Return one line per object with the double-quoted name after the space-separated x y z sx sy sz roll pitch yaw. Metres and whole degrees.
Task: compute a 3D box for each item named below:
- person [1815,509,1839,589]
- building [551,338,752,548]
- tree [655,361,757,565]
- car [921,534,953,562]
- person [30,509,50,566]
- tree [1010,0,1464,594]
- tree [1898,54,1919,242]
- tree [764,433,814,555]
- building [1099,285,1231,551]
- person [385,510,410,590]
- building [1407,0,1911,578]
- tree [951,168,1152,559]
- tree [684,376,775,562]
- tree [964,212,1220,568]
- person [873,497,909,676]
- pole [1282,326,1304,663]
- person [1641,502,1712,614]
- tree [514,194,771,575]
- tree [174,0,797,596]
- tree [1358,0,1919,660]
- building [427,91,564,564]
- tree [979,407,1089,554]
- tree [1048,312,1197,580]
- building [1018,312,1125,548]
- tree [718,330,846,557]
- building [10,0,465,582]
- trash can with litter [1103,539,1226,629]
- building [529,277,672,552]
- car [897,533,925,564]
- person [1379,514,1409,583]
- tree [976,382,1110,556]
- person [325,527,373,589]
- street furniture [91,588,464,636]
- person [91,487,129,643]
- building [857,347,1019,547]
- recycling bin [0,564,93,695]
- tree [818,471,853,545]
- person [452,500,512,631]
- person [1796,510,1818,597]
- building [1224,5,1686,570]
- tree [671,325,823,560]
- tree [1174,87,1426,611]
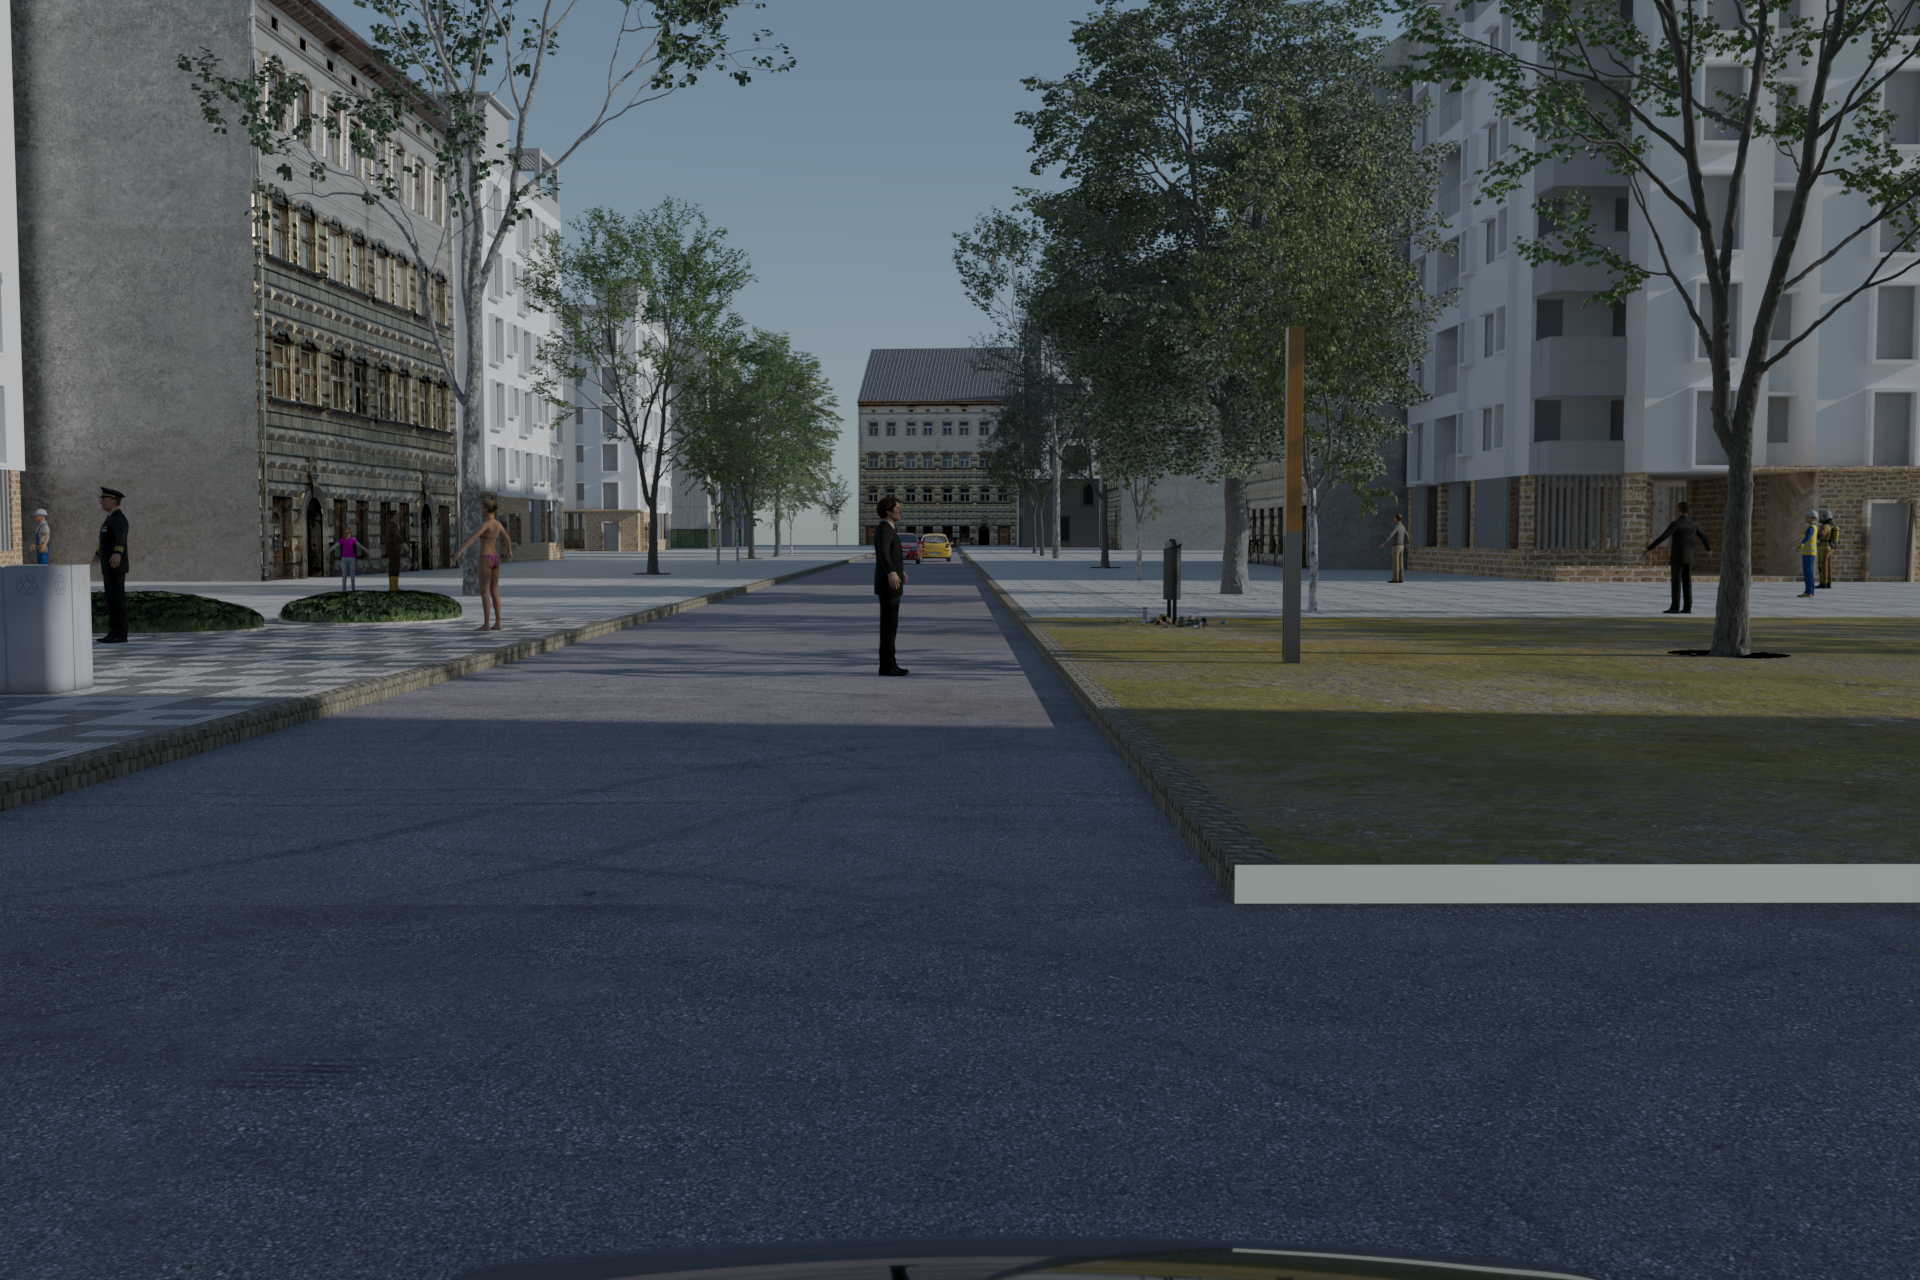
20.324 -2.139 40.735 1.354 1.858 0.705 -3 4 -39 "person"
-31.047 -18.694 172.104 16.747 18.905 31.486 0 4 1 "building"
-10.189 -7.406 71.444 4.737 8.622 4.395 0 3 0 "tree"
-1.333 -4.895 90.249 2.015 1.641 3.980 0 4 -2 "car"
-20.698 -2.028 39.009 0.705 1.847 1.347 -3 4 -38 "person"
5.801 -7.952 36.678 9.857 13.997 8.962 0 3 0 "tree"
17.776 -6.061 24.854 9.928 11.665 9.643 0 3 0 "tree"
-10.516 -9.656 108.245 4.360 8.622 3.978 0 3 0 "tree"
21.653 -19.097 143.163 19.493 23.208 18.063 0 4 0 "building"
-12.442 -1.960 38.176 0.704 1.812 1.346 -2 4 -34 "person"
20.754 -12.369 58.652 16.016 20.090 11.380 0 3 0 "building"
6.207 -14.263 89.082 12.611 20.169 13.585 0 3 0 "tree"
-10.423 -7.931 80.028 4.737 8.622 4.395 0 3 0 "tree"
5.335 -9.437 64.667 12.009 13.543 11.850 0 3 0 "tree"
-0.689 -0.547 17.582 0.705 1.806 1.347 0 4 2 "person"
3.295 -1.425 17.141 0.158 3.312 0.155 0 3 0 "pole"
11.611 -1.327 27.918 1.346 1.802 0.704 -1 4 -18 "person"
-9.790 -7.864 54.334 9.928 11.665 9.643 0 3 0 "tree"
-9.893 -11.080 37.053 12.611 20.169 13.585 0 3 0 "tree"
8.028 -5.622 17.683 9.928 11.665 9.643 0 3 0 "tree"
-25.061 -13.397 75.460 16.016 20.090 11.380 0 4 -1 "building"
5.040 -10.916 112.886 8.767 10.594 7.601 2 4 26 "tree"
5.173 -5.966 47.913 4.360 8.622 3.978 0 3 0 "tree"
19.790 -20.309 176.021 27.936 21.610 32.646 0 4 0 "building"
-10.134 -10.947 97.109 7.486 12.596 7.792 0 3 0 "tree"
-27.948 -13.701 54.948 19.493 23.208 18.063 0 3 0 "building"
2.954 -0.821 24.486 1.678 1.210 2.233 0 4 -2 "trash can with litter"
-28.532 -16.669 128.953 16.016 20.090 11.380 0 4 -1 "building"
-2.790 -4.591 84.100 2.155 1.783 4.494 0 4 0 "car"
11.421 -2.387 45.300 1.348 1.796 0.705 -3 5 -44 "person"
4.878 -10.188 100.982 8.767 10.594 7.601 1 4 10 "tree"
-13.021 -1.691 36.910 0.991 1.433 0.599 -1 4 -9 "person"
-12.573 -0.552 24.649 10.072 0.657 5.734 0 4 4 "street furniture"
-10.026 -0.889 20.464 0.705 1.837 1.347 -2 4 -35 "person"
-1.461 -22.624 203.293 18.063 23.208 19.493 0 4 7 "building"
-7.610 -0.098 14.149 0.722 1.027 0.722 0 4 -1 "recycling bin"
-14.592 -15.375 201.747 4.737 8.622 4.395 0 3 0 "tree"
-6.311 -0.990 22.985 0.721 1.733 1.217 1 4 21 "person"
17.178 -1.759 35.221 0.721 1.772 1.216 2 4 35 "person"
21.749 -14.650 70.458 19.493 23.208 18.063 0 3 0 "building"
-10.701 -9.890 87.457 9.928 11.665 9.643 0 3 0 "tree"
5.772 -4.779 28.494 4.737 8.622 4.395 0 3 0 "tree"
